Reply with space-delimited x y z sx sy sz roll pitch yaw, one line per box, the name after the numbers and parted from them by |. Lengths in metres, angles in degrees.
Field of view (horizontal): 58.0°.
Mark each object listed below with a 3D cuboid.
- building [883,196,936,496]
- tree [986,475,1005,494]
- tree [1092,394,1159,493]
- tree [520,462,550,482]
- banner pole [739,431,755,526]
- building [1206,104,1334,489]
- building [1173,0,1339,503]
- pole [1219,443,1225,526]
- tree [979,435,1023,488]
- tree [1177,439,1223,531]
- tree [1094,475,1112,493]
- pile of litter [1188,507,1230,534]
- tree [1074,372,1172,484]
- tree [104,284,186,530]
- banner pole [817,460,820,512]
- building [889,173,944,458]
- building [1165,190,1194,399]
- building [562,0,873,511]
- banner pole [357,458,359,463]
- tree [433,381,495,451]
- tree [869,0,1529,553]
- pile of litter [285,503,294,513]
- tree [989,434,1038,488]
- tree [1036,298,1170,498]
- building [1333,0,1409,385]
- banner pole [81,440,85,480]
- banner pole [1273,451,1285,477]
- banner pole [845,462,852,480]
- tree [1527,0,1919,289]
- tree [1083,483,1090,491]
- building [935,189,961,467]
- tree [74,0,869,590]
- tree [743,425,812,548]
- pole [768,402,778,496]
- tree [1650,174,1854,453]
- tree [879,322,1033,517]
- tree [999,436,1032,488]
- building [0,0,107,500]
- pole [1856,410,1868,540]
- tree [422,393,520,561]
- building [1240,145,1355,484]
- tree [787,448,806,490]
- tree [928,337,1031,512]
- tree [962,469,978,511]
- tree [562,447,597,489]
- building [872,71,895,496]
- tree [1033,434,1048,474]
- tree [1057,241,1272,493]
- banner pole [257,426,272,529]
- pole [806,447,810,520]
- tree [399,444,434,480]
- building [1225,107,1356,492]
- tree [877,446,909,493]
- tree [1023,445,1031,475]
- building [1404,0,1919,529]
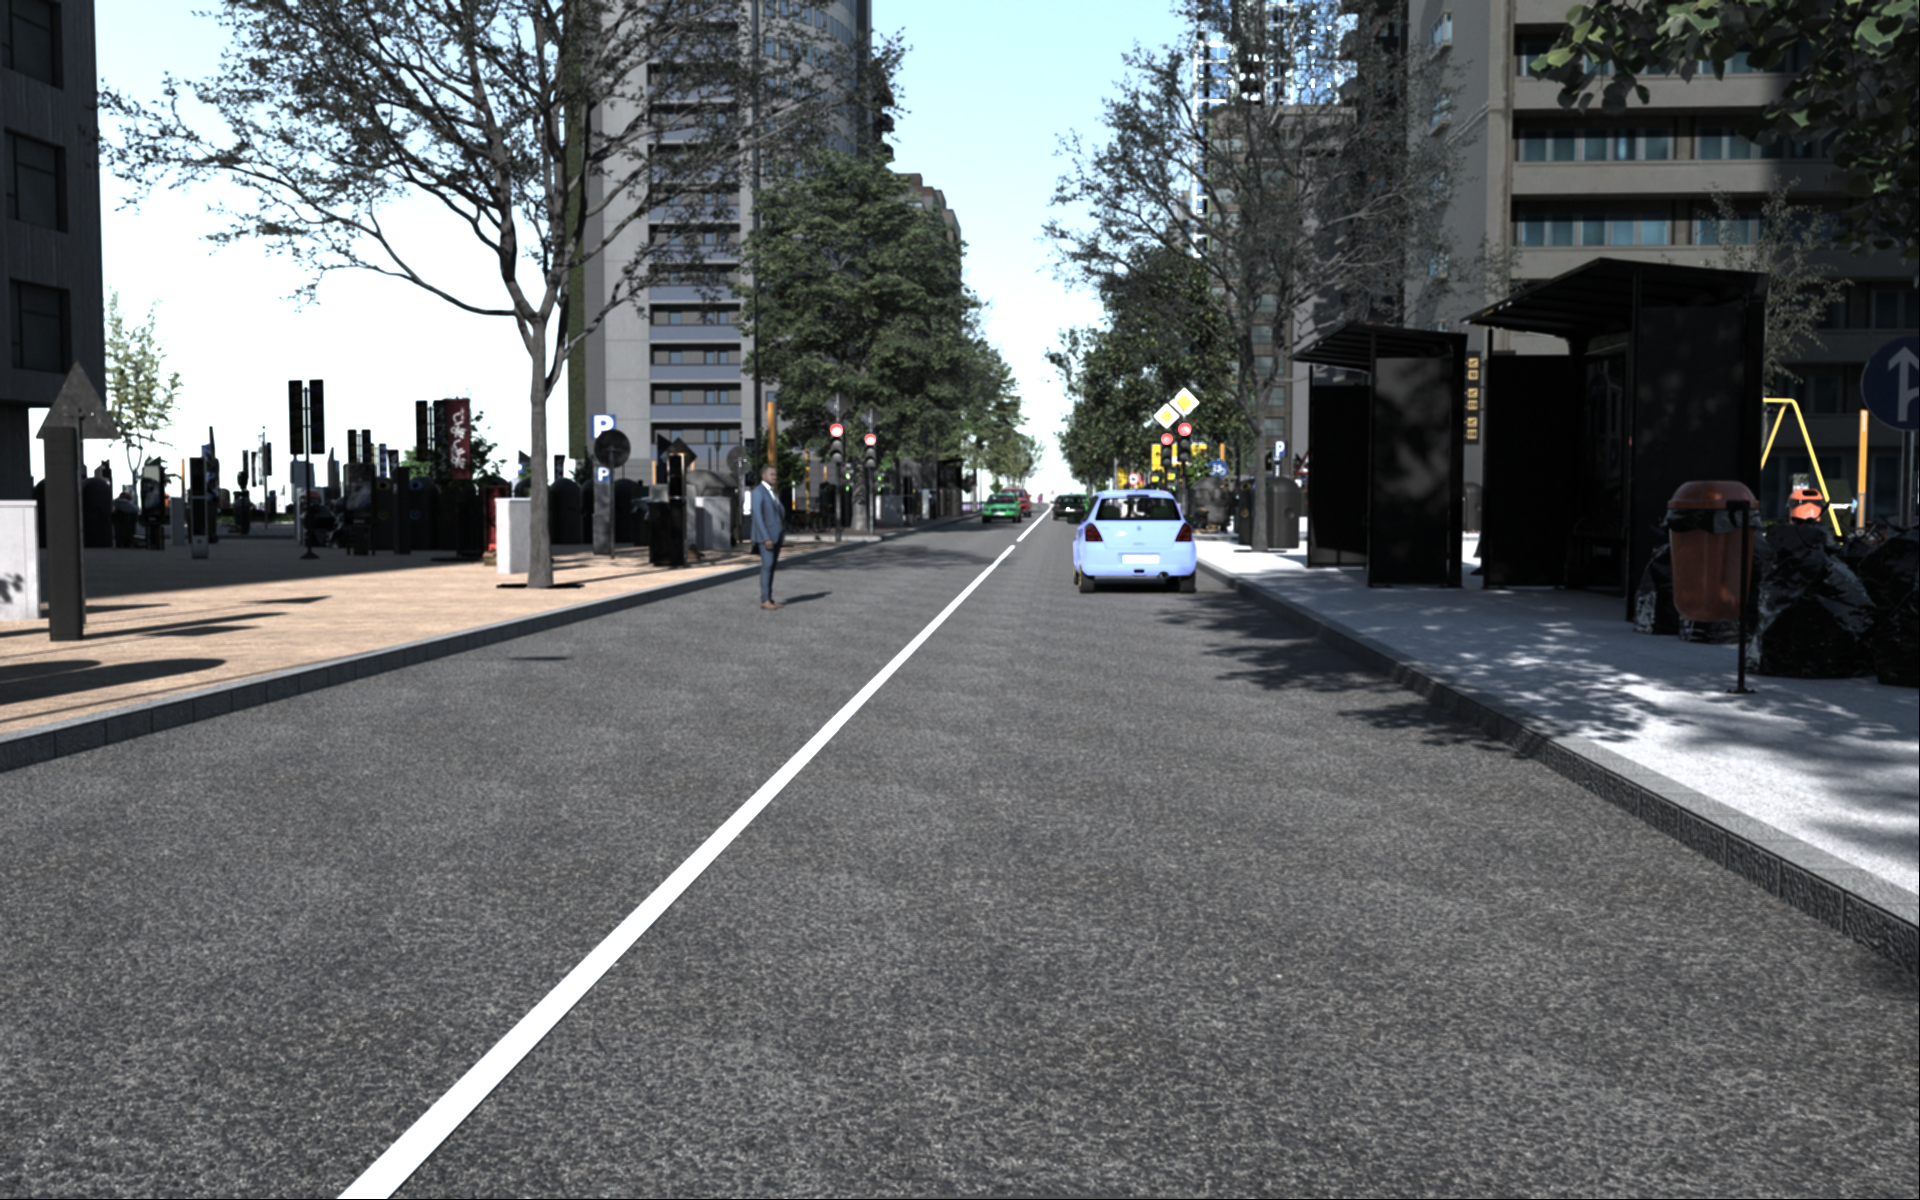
-10.725 -33.506 231.416 14.154 41.232 14.086 0 4 3 | building
3.717 -10.865 172.239 1.663 3.219 1.824 0 3 0 | tree
11.734 -9.996 113.789 4.360 8.622 3.978 0 3 0 | tree
-22.338 -5.888 90.873 1.663 3.219 1.824 0 3 0 | tree
-8.468 -4.815 68.742 0.863 3.779 0.401 1 4 15 | banner pole
33.275 -30.684 185.272 14.154 41.232 14.086 0 4 3 | building
40.448 -56.664 239.129 22.319 86.520 31.000 0 4 3 | building
10.578 -4.649 69.862 0.158 3.312 0.155 0 3 0 | pole
3.979 -14.706 190.797 4.737 8.622 4.395 0 3 0 | tree
8.490 -4.073 61.203 1.663 3.219 1.824 0 3 0 | tree
13.857 -10.759 170.516 1.663 3.219 1.824 0 3 0 | tree
7.879 -2.572 56.017 1.719 0.858 1.176 1 4 15 | pile of litter
11.827 -11.457 121.729 8.767 10.594 7.601 -1 4 -16 | tree
-28.981 -6.743 60.607 4.737 8.622 4.395 0 3 0 | tree
-10.168 -8.282 125.422 0.401 3.779 0.863 0 4 -5 | banner pole
-10.148 -36.409 245.399 14.600 45.320 14.200 0 4 3 | building
43.235 -39.837 270.941 23.786 49.044 30.456 0 4 3 | building
-19.304 -36.869 144.811 21.231 58.520 28.212 0 4 3 | building
-41.791 -8.006 120.908 0.401 3.779 0.863 2 4 34 | banner pole
-32.414 -9.927 112.664 4.360 8.622 3.978 0 3 0 | tree
6.523 -7.781 37.597 12.009 13.543 11.850 0 3 0 | tree
-32.193 -4.197 82.583 1.176 0.858 1.719 1 4 21 | pile of litter
7.239 -18.531 237.399 7.601 10.594 8.767 0 4 2 | tree
12.984 -18.200 153.456 12.611 20.169 13.585 0 3 0 | tree
35.514 -27.731 108.032 22.147 44.769 28.867 0 4 3 | building
-29.474 -4.131 57.556 0.401 3.779 0.863 2 4 34 | banner pole
16.468 -6.066 89.189 0.863 3.779 0.401 3 5 45 | banner pole
-7.402 -7.804 117.606 0.863 3.779 0.401 -1 4 -23 | banner pole
4.927 -6.062 5.764 9.857 13.997 8.962 0 3 0 | tree
21.869 -20.458 284.854 4.360 8.622 3.978 0 3 0 | tree
-11.033 -40.022 278.064 21.300 48.544 21.600 0 4 3 | building
-5.735 -6.918 23.473 12.009 13.543 11.850 0 3 0 | tree
-4.383 -2.878 41.654 1.663 3.219 1.824 0 3 0 | tree
-4.142 -2.721 38.325 0.158 3.312 0.155 0 3 0 | pole
17.904 -5.447 39.415 4.360 8.622 3.978 0 3 0 | tree
-1.611 -10.606 99.166 9.928 11.665 9.643 0 3 0 | tree
6.041 -16.528 220.589 4.360 8.622 3.978 0 3 0 | tree
-23.027 -15.666 27.842 14.107 30.474 14.160 0 4 3 | building
21.873 -2.946 42.009 0.158 3.312 0.155 0 3 0 | pole
-9.681 -2.362 33.225 1.663 3.219 1.824 0 3 0 | tree
30.854 -22.994 147.659 14.160 30.474 14.107 0 4 3 | building
-12.173 -8.380 120.724 4.285 4.588 4.351 0 3 0 | tree
1.489 -12.698 125.731 7.486 12.596 7.792 0 3 0 | tree
0.690 -8.538 134.196 1.663 3.219 1.824 0 3 0 | tree
-15.324 -4.696 71.377 1.663 3.219 1.824 0 3 0 | tree
-18.198 -31.749 173.721 22.147 44.769 28.867 0 4 3 | building
10.491 -22.172 288.259 9.928 11.665 9.643 0 3 0 | tree
9.040 -9.766 76.682 9.611 12.733 9.660 0 3 0 | tree
-25.578 -4.496 63.519 0.401 3.779 0.863 -3 5 -43 | banner pole
-6.160 -4.662 70.070 0.158 3.312 0.155 0 3 0 | pole
-31.896 -7.306 103.170 4.285 4.588 4.351 0 3 0 | tree
41.369 -28.984 165.775 32.217 40.220 23.993 0 4 3 | building
-4.092 -8.048 115.297 4.285 4.588 4.351 0 3 0 | tree
6.151 -15.550 204.604 4.737 8.622 4.395 0 3 0 | tree
29.986 -27.373 71.247 21.600 48.544 21.300 0 4 3 | building
